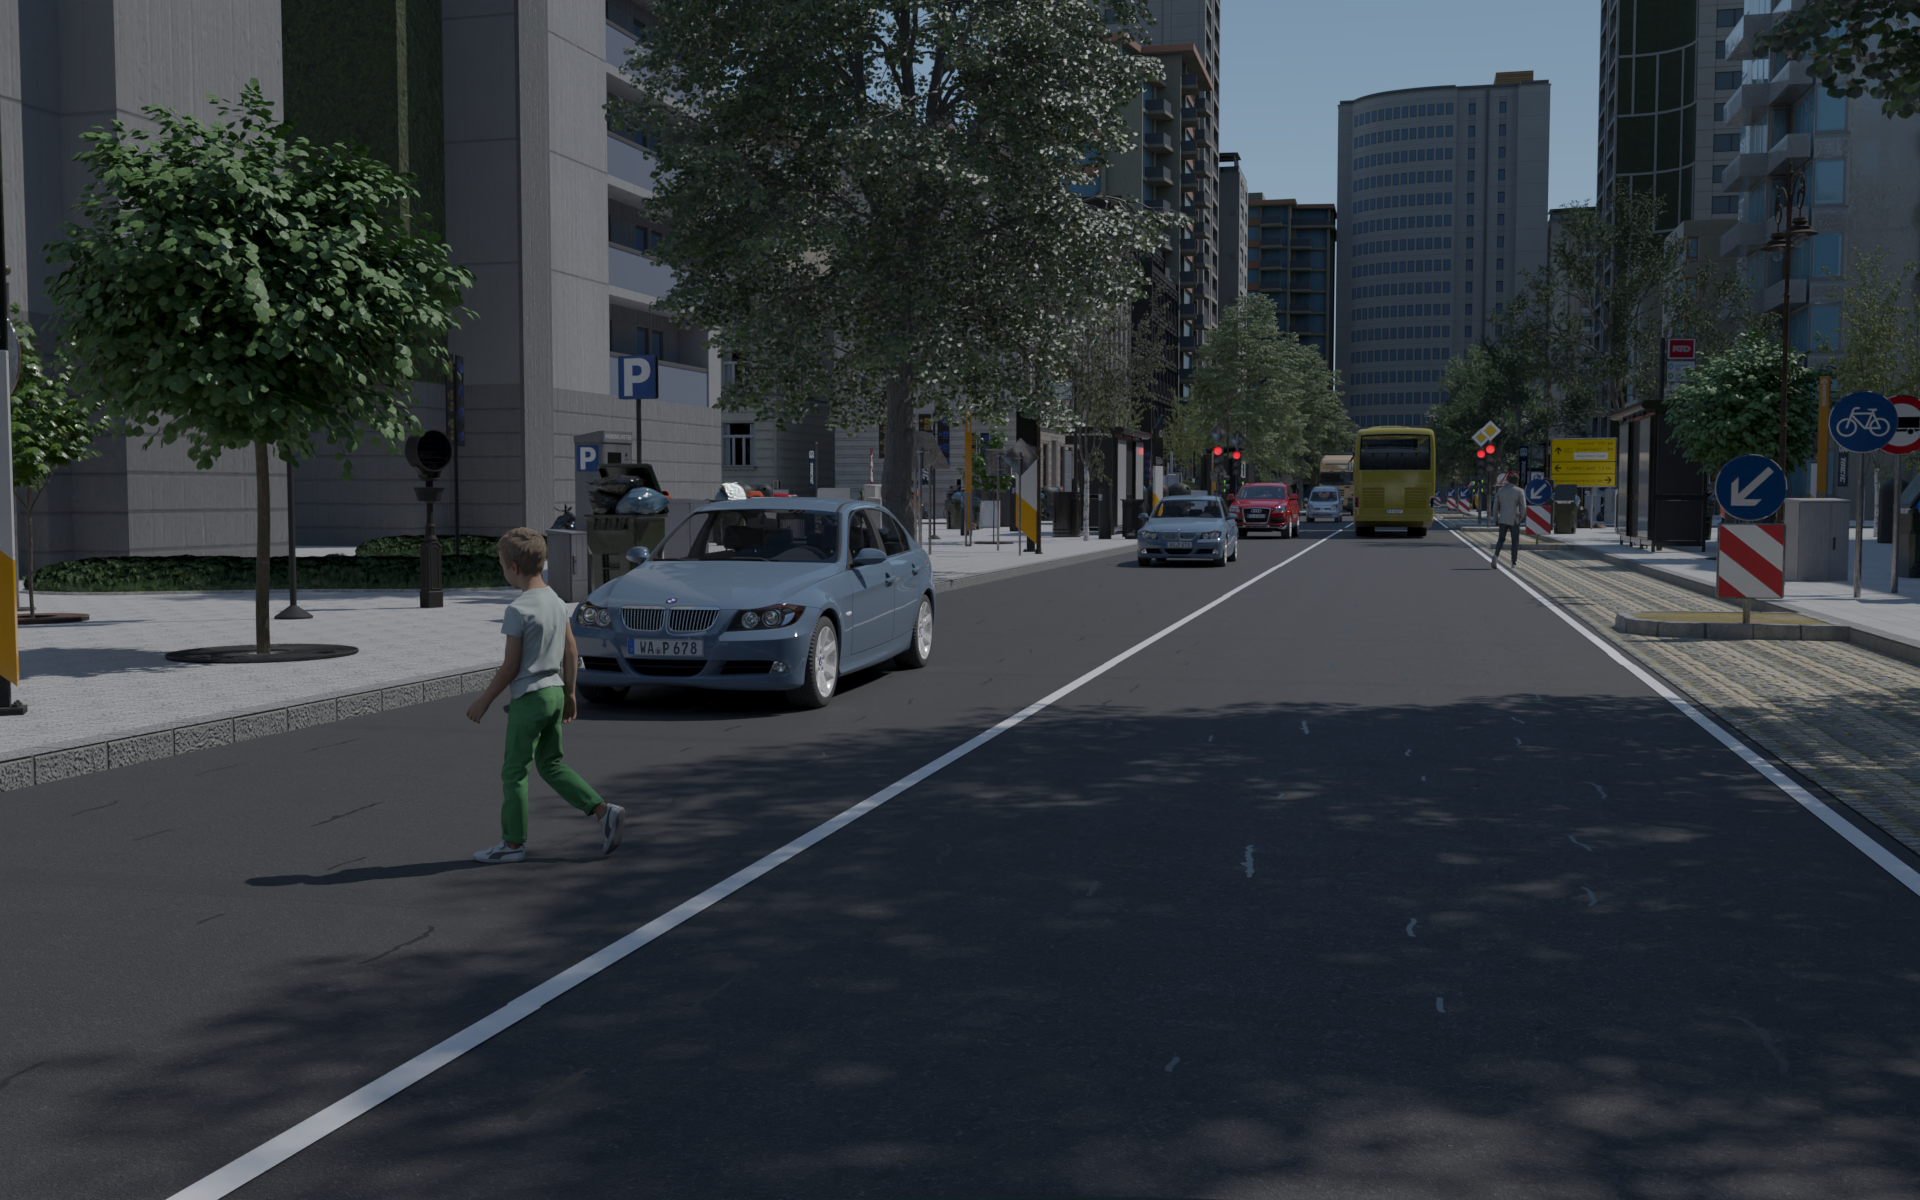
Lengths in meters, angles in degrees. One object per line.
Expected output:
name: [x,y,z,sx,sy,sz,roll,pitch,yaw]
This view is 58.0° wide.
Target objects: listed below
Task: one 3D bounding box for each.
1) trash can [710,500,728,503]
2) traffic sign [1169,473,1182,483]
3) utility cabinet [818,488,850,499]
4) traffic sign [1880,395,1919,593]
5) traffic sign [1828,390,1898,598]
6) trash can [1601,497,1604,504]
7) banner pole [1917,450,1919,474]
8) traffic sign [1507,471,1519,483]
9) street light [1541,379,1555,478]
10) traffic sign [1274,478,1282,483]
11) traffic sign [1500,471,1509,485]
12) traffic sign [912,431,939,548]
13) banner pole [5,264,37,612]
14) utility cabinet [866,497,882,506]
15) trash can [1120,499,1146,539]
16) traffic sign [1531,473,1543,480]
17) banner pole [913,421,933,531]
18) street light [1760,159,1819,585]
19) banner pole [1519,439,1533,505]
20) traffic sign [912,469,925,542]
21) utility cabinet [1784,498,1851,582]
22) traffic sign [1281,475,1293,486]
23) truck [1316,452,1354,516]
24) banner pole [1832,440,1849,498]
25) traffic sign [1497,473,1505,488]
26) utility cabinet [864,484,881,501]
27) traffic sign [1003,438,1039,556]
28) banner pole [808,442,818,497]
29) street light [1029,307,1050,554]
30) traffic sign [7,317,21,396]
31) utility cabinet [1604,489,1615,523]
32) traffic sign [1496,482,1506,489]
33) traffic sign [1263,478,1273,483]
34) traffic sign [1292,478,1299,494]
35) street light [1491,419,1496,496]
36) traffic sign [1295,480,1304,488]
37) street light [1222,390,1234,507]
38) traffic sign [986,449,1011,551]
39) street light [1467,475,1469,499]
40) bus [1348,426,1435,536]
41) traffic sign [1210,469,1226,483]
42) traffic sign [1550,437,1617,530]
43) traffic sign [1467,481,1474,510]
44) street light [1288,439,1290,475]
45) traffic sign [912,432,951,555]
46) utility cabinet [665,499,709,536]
trash can: [-5.848,-1.927,43.153,0.748,1.137,0.748,0,3,0]
traffic sign: [10.256,-4.921,82.581,0.606,2.300,0.079,1,4,22]
utility cabinet: [-4.714,-3.422,64.630,1.173,1.500,0.318,-2,4,-24]
traffic sign: [12.097,-1.360,22.344,0.768,2.556,0.104,1,4,17]
traffic sign: [11.121,-1.302,21.392,0.768,2.556,0.104,1,4,21]
trash can: [34.131,-4.964,92.813,0.748,1.137,0.748,0,3,0]
banner pole: [39.901,-5.011,71.949,0.863,3.779,0.401,-2,4,-32]
traffic sign: [30.473,-5.825,95.339,0.768,2.556,0.104,1,4,22]
street light: [22.098,-5.650,65.167,0.468,5.910,1.993,1,4,14]
traffic sign: [25.340,-8.414,137.671,0.768,2.556,0.104,2,4,23]
traffic sign: [30.539,-5.907,96.588,0.884,2.594,0.081,1,4,17]
traffic sign: [-0.809,-2.141,35.116,0.768,2.556,0.104,1,4,18]
banner pole: [-10.518,-1.781,19.131,0.401,3.779,0.863,-2,4,-35]
utility cabinet: [-1.575,-1.426,34.470,0.306,1.237,1.020,1,4,13]
trash can: [4.914,-2.299,49.244,0.748,1.137,0.748,0,3,0]
traffic sign: [27.501,-4.921,82.584,0.606,2.300,0.079,1,4,21]
banner pole: [-1.332,-4.246,59.435,0.863,3.779,0.401,0,4,-2]
street light: [11.597,-3.154,24.361,0.468,5.910,1.993,1,4,14]
banner pole: [25.819,-5.441,78.978,0.863,3.779,0.401,-1,4,-20]
traffic sign: [-1.050,-2.487,40.769,0.768,2.556,0.104,1,4,16]
utility cabinet: [12.650,-0.881,25.566,1.020,1.237,0.306,-1,4,-22]
traffic sign: [21.292,-6.890,112.762,0.768,2.556,0.104,1,4,16]
truck: [26.036,-7.899,118.054,2.839,4.237,11.283,1,4,16]
banner pole: [35.998,-4.948,70.919,0.863,3.779,0.401,0,4,-7]
traffic sign: [33.367,-6.505,106.463,0.768,2.556,0.104,1,4,23]
utility cabinet: [-1.799,-1.911,39.928,0.318,1.500,1.173,2,4,25]
traffic sign: [1.243,-2.122,35.882,0.795,2.450,0.064,2,4,23]
banner pole: [-7.060,-5.723,83.591,0.401,3.779,0.863,2,4,31]
street light: [1.682,-3.918,36.849,0.468,5.910,1.993,1,4,14]
traffic sign: [-6.433,-0.684,11.286,0.768,2.556,0.104,1,4,17]
utility cabinet: [28.362,-4.086,75.481,0.318,1.500,1.173,2,4,30]
traffic sign: [39.252,-7.704,125.968,0.884,2.594,0.081,1,4,17]
traffic sign: [24.786,-8.524,139.474,0.768,2.556,0.104,1,4,16]
traffic sign: [27.387,-8.614,140.940,0.768,2.556,0.104,1,4,22]
street light: [32.339,-8.099,105.200,0.468,5.910,1.993,1,4,14]
traffic sign: [27.291,-8.454,139.410,0.795,2.450,0.064,1,4,18]
street light: [11.916,-6.380,77.096,0.468,5.910,1.993,1,4,14]
traffic sign: [0.864,-2.266,39.174,0.606,2.300,0.079,1,4,18]
street light: [42.730,-10.572,145.644,0.468,5.910,1.993,1,4,14]
bus: [15.322,-4.293,61.739,2.896,3.916,12.252,1,4,12]
traffic sign: [11.963,-4.907,80.337,0.768,2.556,0.104,1,4,21]
traffic sign: [22.509,-4.202,62.583,2.265,3.308,0.079,1,4,21]
traffic sign: [40.823,-8.437,137.949,0.884,2.594,0.081,1,4,15]
street light: [22.468,-8.895,118.218,0.468,5.910,1.993,1,4,14]
traffic sign: [-0.634,-2.232,36.497,0.884,2.594,0.081,1,4,15]
utility cabinet: [-3.817,-0.795,24.152,0.306,1.237,1.020,-2,4,-30]
